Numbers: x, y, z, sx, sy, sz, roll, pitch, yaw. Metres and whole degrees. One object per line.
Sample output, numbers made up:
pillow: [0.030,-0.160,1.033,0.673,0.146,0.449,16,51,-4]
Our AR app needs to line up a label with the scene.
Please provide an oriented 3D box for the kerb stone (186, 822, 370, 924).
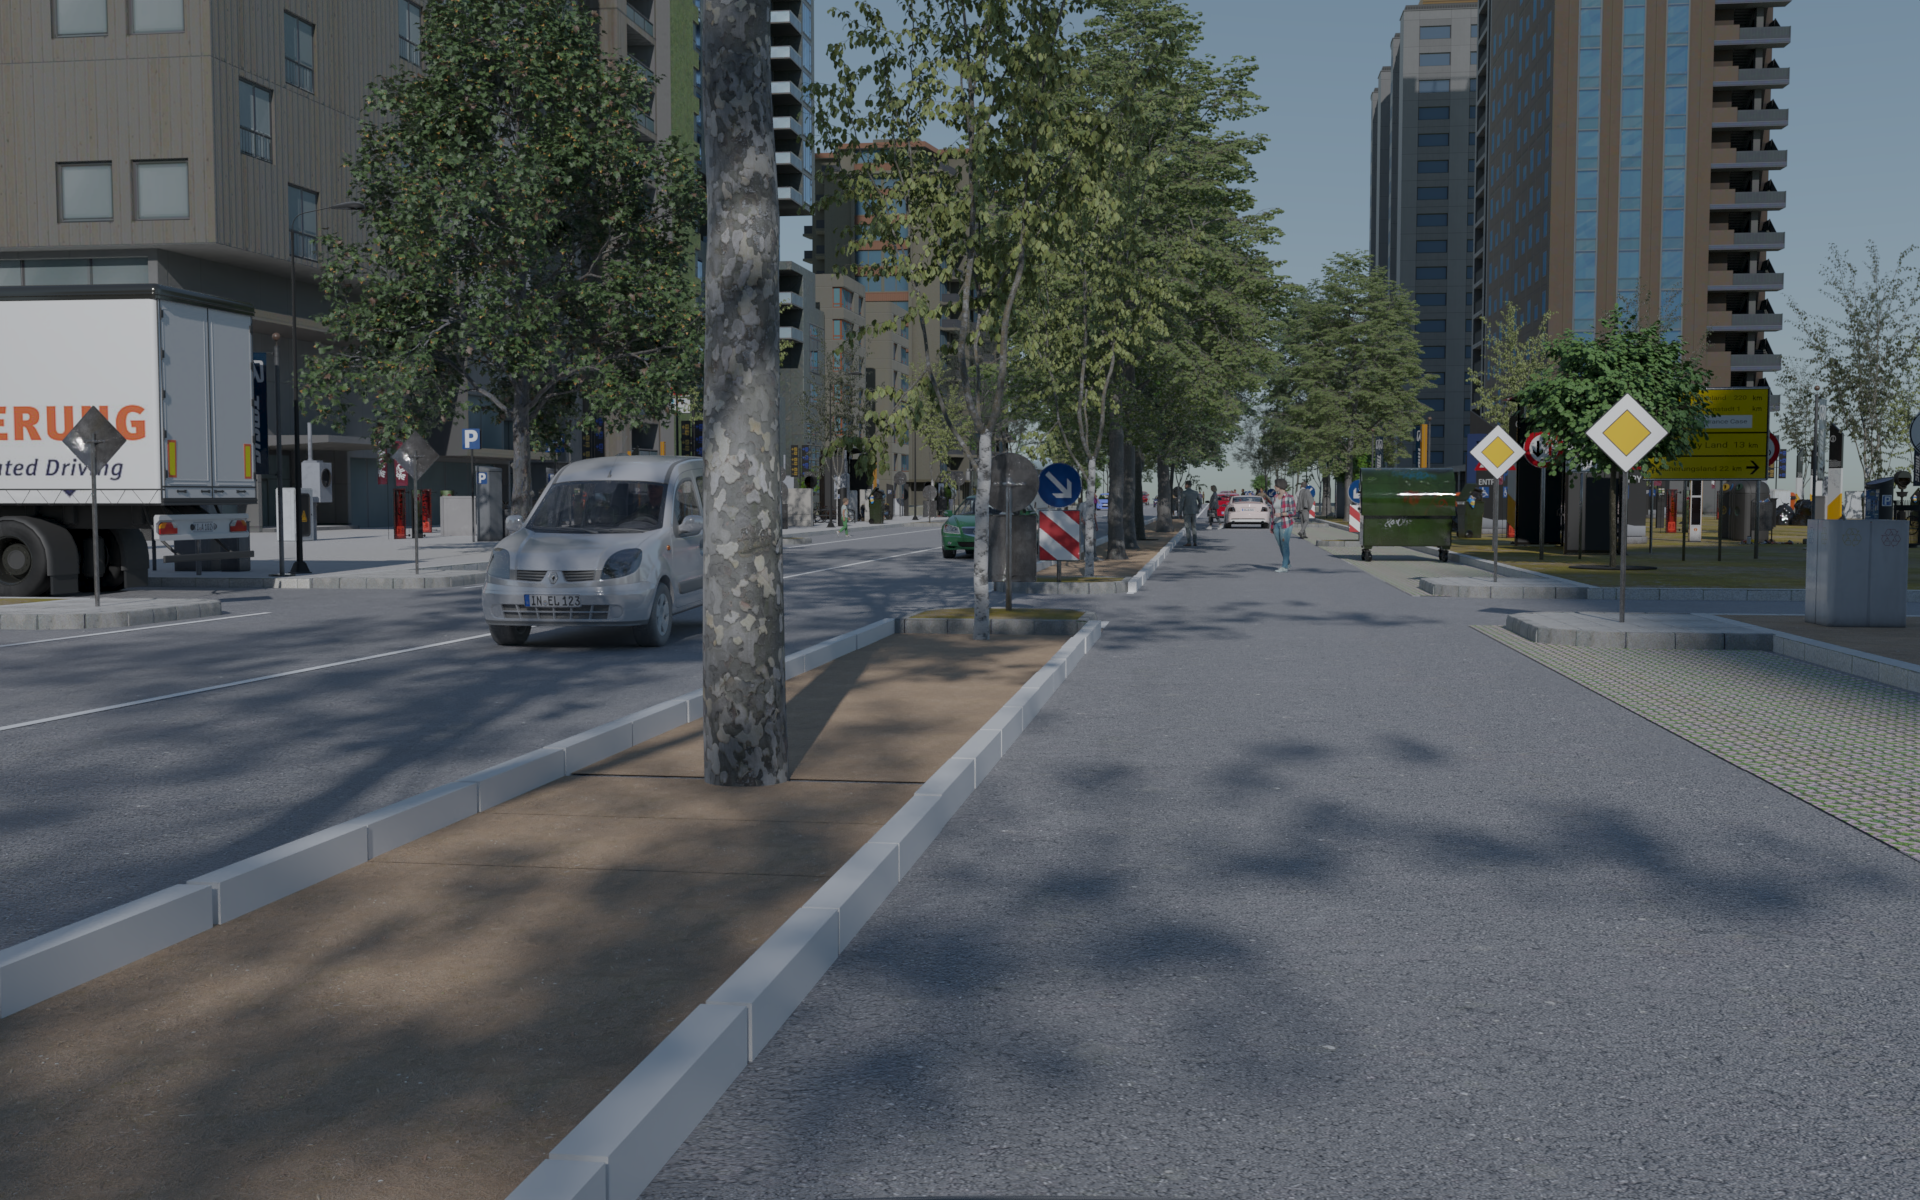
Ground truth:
kerb stone: [-2.429,0.977,6.223,0.120,0.150,1.000,1,4,8]

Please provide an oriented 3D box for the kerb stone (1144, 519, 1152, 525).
kerb stone: [9.099,-3.770,83.837,0.120,0.150,1.000,1,4,8]

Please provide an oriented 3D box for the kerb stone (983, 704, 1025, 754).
kerb stone: [0.242,0.750,9.940,0.120,0.150,1.000,1,4,8]

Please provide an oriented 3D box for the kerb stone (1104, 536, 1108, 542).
kerb stone: [4.127,-1.722,50.401,0.120,0.150,1.000,1,4,8]

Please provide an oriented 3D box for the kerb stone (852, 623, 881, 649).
kerb stone: [-0.924,0.358,16.350,0.120,0.150,1.000,1,4,8]

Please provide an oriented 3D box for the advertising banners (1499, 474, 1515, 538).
advertising banners: [16.087,-3.316,50.402,2.074,3.025,0.090,-3,5,-40]

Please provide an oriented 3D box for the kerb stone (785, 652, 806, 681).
kerb stone: [-1.377,0.543,13.311,0.120,0.150,1.000,1,4,8]

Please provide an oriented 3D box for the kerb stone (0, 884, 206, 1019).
kerb stone: [-2.585,1.040,5.196,0.120,0.150,1.000,1,4,8]

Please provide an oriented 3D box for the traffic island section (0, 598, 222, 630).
traffic island section: [-9.869,0.153,19.778,2.009,0.180,2.903,1,4,8]

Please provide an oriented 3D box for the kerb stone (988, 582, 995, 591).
kerb stone: [0.509,-0.236,26.059,0.120,0.150,1.000,1,4,8]

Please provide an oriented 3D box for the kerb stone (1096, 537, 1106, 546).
kerb stone: [3.988,-1.663,49.387,0.120,0.150,1.000,1,4,8]

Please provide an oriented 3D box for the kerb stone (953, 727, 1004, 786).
kerb stone: [0.090,0.812,8.923,0.120,0.150,1.000,1,4,8]

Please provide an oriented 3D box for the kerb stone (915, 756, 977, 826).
kerb stone: [-0.064,0.875,7.912,0.120,0.150,1.000,1,4,8]

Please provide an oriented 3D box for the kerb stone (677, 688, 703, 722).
kerb stone: [-1.672,0.668,11.286,0.120,0.150,1.000,1,4,8]

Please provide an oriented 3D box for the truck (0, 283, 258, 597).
truck: [-16.027,-2.206,24.986,11.283,4.237,2.839,0,4,8]

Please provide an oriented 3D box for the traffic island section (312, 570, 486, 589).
traffic island section: [-8.696,-0.330,27.677,2.009,0.180,2.903,1,4,8]

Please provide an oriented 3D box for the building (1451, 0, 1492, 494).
building: [52.916,-43.220,144.899,20.563,71.187,20.611,1,4,8]

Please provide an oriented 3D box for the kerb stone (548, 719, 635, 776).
kerb stone: [-1.979,0.791,9.264,0.120,0.150,1.000,1,4,8]

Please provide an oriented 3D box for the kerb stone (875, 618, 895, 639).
kerb stone: [-0.781,0.296,17.363,0.120,0.150,1.000,1,4,8]

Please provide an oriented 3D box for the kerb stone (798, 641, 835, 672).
kerb stone: [-1.224,0.482,14.322,0.120,0.150,1.000,1,4,8]

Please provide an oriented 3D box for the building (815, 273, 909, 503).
building: [-20.667,-18.795,152.330,27.650,21.520,28.899,1,4,8]

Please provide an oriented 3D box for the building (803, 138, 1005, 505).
building: [-7.447,-34.335,216.008,22.147,44.769,28.867,1,4,8]

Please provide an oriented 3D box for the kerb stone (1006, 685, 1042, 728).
kerb stone: [0.392,0.687,10.956,0.120,0.150,1.000,1,4,8]

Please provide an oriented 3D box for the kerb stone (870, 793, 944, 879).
kerb stone: [-0.210,0.941,6.901,0.120,0.150,1.000,1,4,8]

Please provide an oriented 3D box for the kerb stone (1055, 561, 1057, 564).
kerb stone: [1.879,-0.796,35.207,0.120,0.150,1.000,1,4,8]

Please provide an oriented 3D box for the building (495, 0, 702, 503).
building: [-22.693,-25.004,92.403,14.154,41.232,14.086,1,4,8]

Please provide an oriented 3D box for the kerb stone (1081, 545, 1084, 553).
kerb stone: [3.235,-1.351,44.333,0.120,0.150,1.000,1,4,8]

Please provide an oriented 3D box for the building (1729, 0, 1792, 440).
building: [44.994,-28.412,114.652,14.600,45.320,14.200,1,4,8]

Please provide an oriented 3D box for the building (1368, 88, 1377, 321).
building: [67.061,-42.604,238.573,21.231,58.520,28.212,1,4,8]

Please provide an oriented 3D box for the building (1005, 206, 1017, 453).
building: [-3.663,-36.083,244.576,22.147,44.769,28.867,1,4,8]

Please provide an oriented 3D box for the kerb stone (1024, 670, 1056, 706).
kerb stone: [0.540,0.625,11.979,0.120,0.150,1.000,1,4,8]

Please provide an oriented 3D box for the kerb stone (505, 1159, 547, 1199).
kerb stone: [-0.813,1.184,2.843,0.120,0.150,1.000,1,4,8]

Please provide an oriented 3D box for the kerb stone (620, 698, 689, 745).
kerb stone: [-1.831,0.731,10.276,0.120,0.150,1.000,1,4,8]

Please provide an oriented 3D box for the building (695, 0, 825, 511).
building: [-21.963,-49.378,120.001,22.319,86.520,31.000,1,4,8]

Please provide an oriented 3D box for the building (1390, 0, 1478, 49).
building: [62.826,-40.886,210.492,21.231,58.520,28.212,1,4,8]

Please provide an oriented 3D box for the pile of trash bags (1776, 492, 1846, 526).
pile of trash bags: [33.743,-3.701,70.265,3.447,1.369,1.912,-1,4,-16]

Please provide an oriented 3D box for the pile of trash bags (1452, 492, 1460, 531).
pile of trash bags: [17.096,-3.083,60.166,3.447,1.369,1.912,0,4,0]

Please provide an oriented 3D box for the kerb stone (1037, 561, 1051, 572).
kerb stone: [1.580,-0.670,33.181,0.120,0.150,1.000,1,4,8]

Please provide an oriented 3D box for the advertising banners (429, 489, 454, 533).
advertising banners: [-17.628,-3.721,57.020,2.074,3.025,0.090,0,4,-7]

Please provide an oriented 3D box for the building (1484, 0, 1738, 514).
building: [47.447,-29.266,128.617,14.600,45.320,14.200,1,4,8]

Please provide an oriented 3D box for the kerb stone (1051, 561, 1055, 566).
kerb stone: [1.719,-0.733,34.198,0.120,0.150,1.000,1,4,8]

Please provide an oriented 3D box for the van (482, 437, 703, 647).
van: [-3.425,-0.649,17.624,2.013,2.044,4.112,0,4,7]

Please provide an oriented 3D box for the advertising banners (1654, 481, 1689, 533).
advertising banners: [23.403,-3.711,56.870,2.074,3.025,0.090,-2,4,-27]

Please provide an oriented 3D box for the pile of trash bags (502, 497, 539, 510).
pile of trash bags: [-15.871,-3.450,66.159,3.447,1.369,1.912,-2,4,-31]

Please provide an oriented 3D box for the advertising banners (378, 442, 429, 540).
advertising banners: [-15.926,-3.245,49.237,0.090,3.025,2.074,1,4,22]

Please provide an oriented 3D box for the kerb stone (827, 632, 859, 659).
kerb stone: [-1.083,0.420,15.336,0.120,0.150,1.000,1,4,8]

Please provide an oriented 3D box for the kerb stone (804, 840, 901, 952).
kerb stone: [-0.360,1.001,5.889,0.120,0.150,1.000,1,4,8]

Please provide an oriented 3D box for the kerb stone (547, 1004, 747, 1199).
kerb stone: [-0.667,1.122,3.859,0.120,0.150,1.000,1,4,8]

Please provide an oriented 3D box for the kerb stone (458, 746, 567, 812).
kerb stone: [-2.131,0.855,8.250,0.120,0.150,1.000,1,4,8]

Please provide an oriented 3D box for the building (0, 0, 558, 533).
building: [-33.228,-29.072,64.560,28.713,52.752,27.495,1,4,8]

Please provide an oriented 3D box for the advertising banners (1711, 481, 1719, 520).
advertising banners: [38.049,-5.536,86.703,2.074,3.025,0.090,-3,5,-40]

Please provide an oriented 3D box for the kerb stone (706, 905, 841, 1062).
kerb stone: [-0.510,1.060,4.870,0.120,0.150,1.000,1,4,8]

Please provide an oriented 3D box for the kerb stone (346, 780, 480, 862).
kerb stone: [-2.286,0.919,7.236,0.120,0.150,1.000,1,4,8]
